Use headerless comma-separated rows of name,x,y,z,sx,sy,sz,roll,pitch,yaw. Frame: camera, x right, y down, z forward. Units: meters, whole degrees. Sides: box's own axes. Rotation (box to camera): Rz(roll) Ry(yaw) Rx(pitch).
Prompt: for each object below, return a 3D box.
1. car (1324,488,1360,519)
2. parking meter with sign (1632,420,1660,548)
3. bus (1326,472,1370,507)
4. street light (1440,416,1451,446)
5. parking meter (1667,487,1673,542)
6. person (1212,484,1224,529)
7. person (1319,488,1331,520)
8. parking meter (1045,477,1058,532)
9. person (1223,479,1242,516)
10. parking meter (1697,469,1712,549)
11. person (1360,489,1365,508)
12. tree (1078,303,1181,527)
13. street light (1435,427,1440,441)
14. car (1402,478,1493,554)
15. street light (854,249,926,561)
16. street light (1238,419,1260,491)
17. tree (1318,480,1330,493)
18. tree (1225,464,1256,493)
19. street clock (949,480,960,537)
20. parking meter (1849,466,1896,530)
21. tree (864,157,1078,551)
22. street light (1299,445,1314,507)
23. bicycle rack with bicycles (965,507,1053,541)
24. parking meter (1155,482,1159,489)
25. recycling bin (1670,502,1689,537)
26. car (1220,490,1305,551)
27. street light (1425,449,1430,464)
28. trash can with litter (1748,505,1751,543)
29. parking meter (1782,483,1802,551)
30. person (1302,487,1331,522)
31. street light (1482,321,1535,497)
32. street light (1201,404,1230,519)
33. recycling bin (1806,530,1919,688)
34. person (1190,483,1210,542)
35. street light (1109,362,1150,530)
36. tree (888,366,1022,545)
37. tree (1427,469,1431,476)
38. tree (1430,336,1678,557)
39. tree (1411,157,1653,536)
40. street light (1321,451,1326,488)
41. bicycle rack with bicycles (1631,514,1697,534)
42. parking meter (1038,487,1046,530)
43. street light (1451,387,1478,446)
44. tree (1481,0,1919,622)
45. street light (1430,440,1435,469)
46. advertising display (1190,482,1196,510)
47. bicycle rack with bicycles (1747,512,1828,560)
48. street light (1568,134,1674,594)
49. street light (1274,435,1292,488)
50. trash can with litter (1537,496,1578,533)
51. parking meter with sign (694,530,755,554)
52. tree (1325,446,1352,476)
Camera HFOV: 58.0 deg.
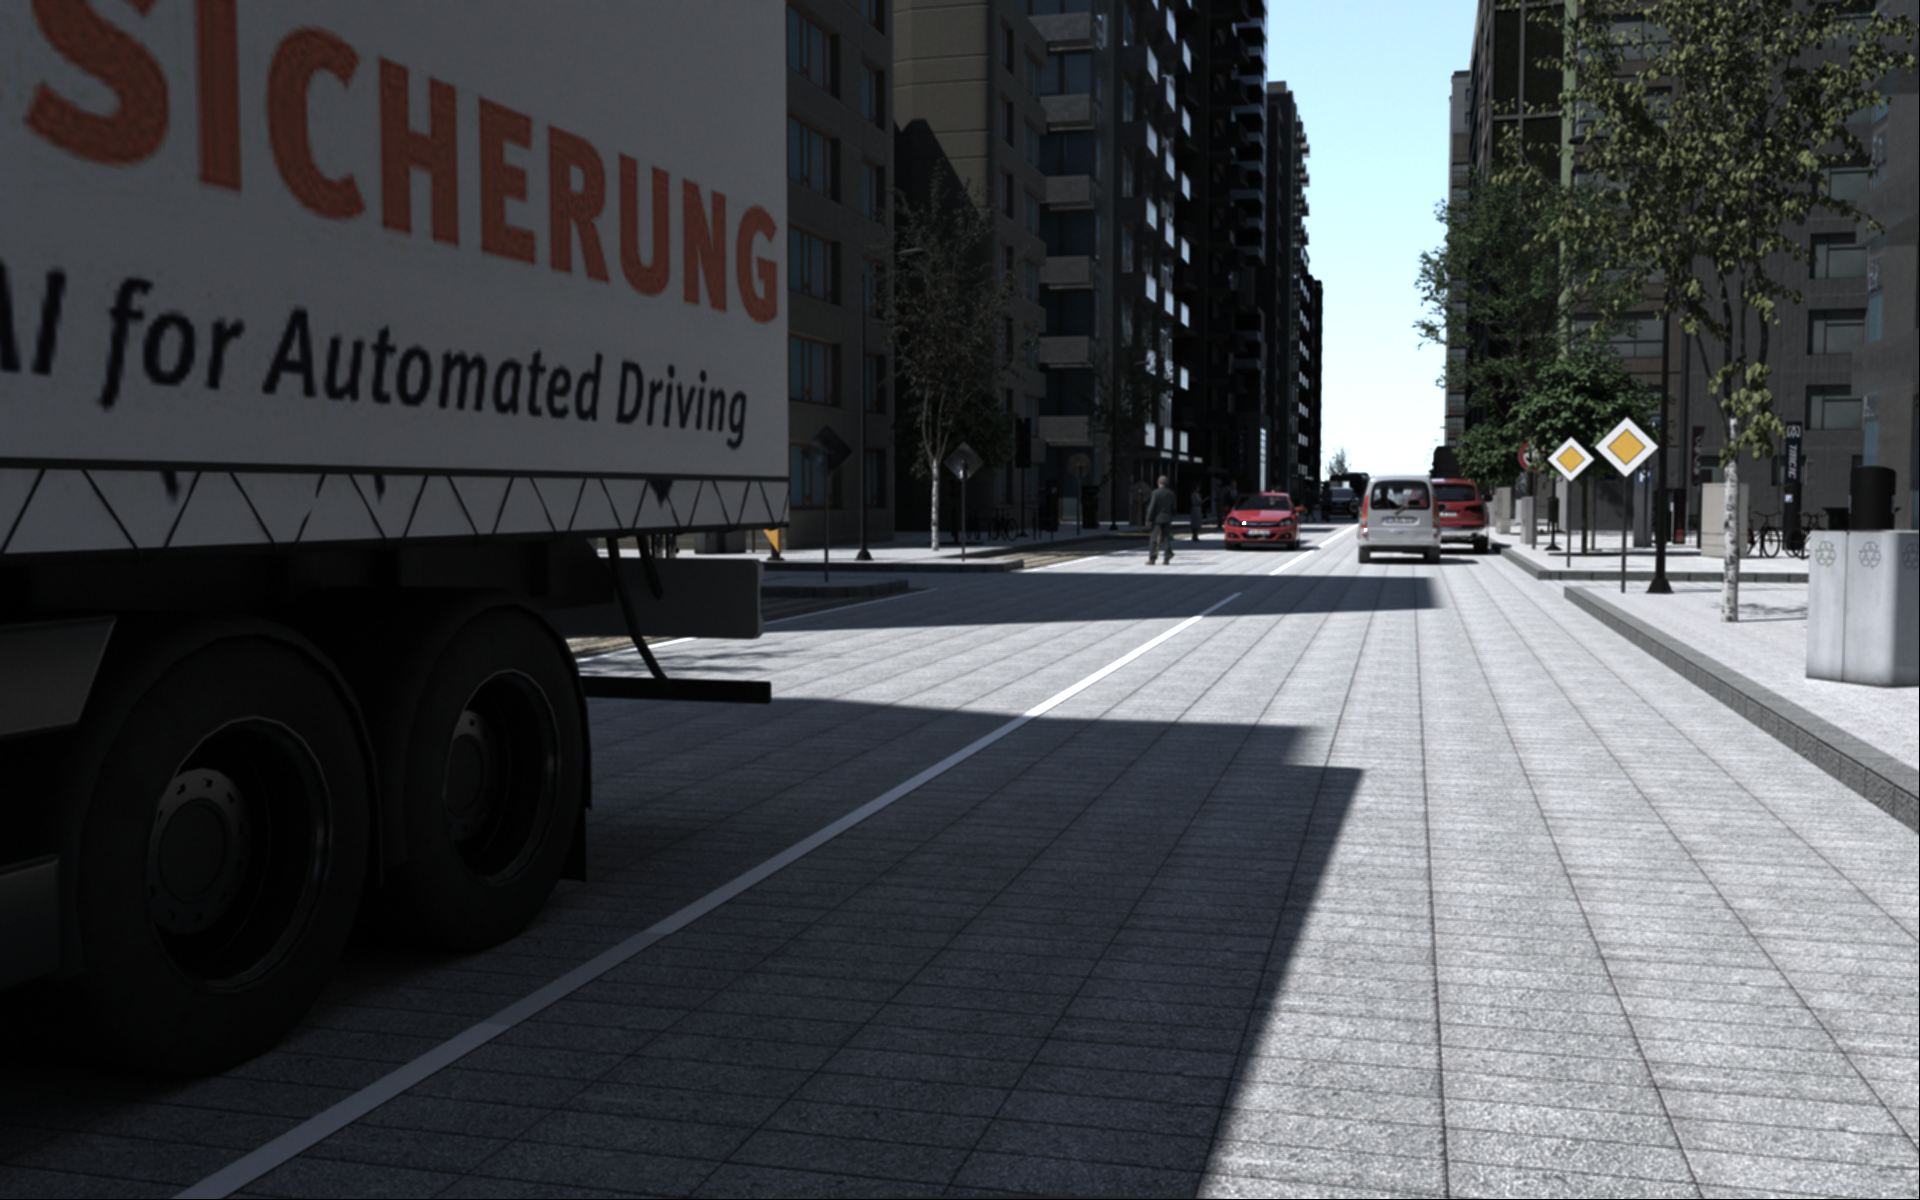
car,22.133,-5.640,100.889,2.281,1.827,5.304,1,4,13
parking meter with sign,16.433,-2.772,41.578,0.543,3.016,1.738,1,4,19
bus,32.081,-9.020,142.334,2.948,3.499,13.247,1,4,16
street light,29.433,-7.971,102.865,1.470,5.913,1.316,1,4,15
parking meter,18.893,-2.325,46.420,0.372,1.533,0.369,0,3,0
person,10.656,-3.875,71.658,0.447,1.846,0.655,1,4,18
person,19.991,-5.260,94.892,0.661,1.777,0.834,1,4,10
parking meter,3.132,-3.266,59.110,0.399,1.863,0.255,-2,4,-27
person,7.710,-2.465,48.576,0.659,1.850,0.755,0,4,5
parking meter,17.425,-2.130,40.543,0.255,1.863,0.399,1,4,16
person,21.202,-4.961,90.610,0.512,1.701,0.522,1,4,18
tree,6.388,-7.116,66.704,4.360,8.622,3.978,0,3,0
street light,33.684,-8.979,119.344,1.470,5.913,1.316,1,4,15
car,12.077,-2.106,43.112,2.281,1.827,5.304,1,4,16
street light,-1.328,-3.702,33.065,1.470,5.913,1.316,1,4,15
street light,17.842,-8.236,107.192,1.470,5.913,1.316,1,4,15
tree,48.443,-14.307,228.523,1.663,3.219,1.824,0,3,0
tree,18.962,-7.392,115.462,1.663,3.219,1.824,0,3,0
street clock,-0.153,-2.894,51.890,0.358,2.002,0.471,0,4,-6
parking meter,8.335,-0.455,15.850,0.372,1.533,0.369,0,3,0
tree,-0.368,-5.423,39.036,4.360,8.622,3.978,0,3,0
street light,32.547,-11.654,163.089,1.470,5.913,1.316,1,4,15
bicycle rack with bicycles,1.438,-2.144,48.444,2.852,0.926,2.925,0,4,-7
parking meter,8.336,-4.074,72.317,0.255,1.863,0.399,3,4,36
recycling bin,21.473,-2.420,52.114,0.722,1.027,0.722,2,4,32
car,7.913,-2.209,45.149,2.155,1.783,4.494,1,4,13
street light,48.358,-12.451,176.119,1.470,5.913,1.316,1,4,15
trash can with litter,20.731,-2.105,45.811,0.624,1.170,1.055,0,4,2
parking meter,18.967,-1.901,39.490,0.372,1.533,0.369,0,3,0
person,18.150,-4.865,88.260,1.509,1.804,0.699,0,4,-1
street light,14.808,-4.529,46.587,1.470,5.913,1.316,1,4,15
street light,13.240,-7.160,89.607,1.470,5.913,1.316,1,4,15
recycling bin,6.345,0.043,11.859,0.722,1.027,0.722,-1,4,-19
person,7.199,-2.635,52.146,0.524,1.755,0.480,-1,4,-16
street light,5.967,-5.410,60.987,1.470,5.913,1.316,1,4,15
tree,-0.135,-3.714,44.435,4.285,4.588,4.351,0,3,0
tree,21.861,-5.360,71.355,4.285,4.588,4.351,0,3,0
tree,13.026,-3.210,36.203,4.285,4.588,4.351,0,3,0
tree,17.706,-7.839,53.928,9.928,11.665,9.643,0,3,0
street light,38.920,-13.195,188.277,1.470,5.913,1.316,1,4,15
bicycle rack with bicycles,22.733,-2.527,54.696,2.925,0.926,2.852,0,4,6
parking meter,2.966,-3.245,61.470,0.372,1.533,0.369,0,3,0
street light,22.081,-6.258,74.863,1.470,5.913,1.316,1,4,15
tree,7.493,-4.083,17.112,4.737,8.622,4.395,0,3,0
street light,40.939,-10.687,147.276,1.470,5.913,1.316,1,4,15
advertising display,12.273,-5.264,91.288,0.123,1.923,0.974,0,4,-2
bicycle rack with bicycles,17.207,-1.293,34.524,2.852,0.926,2.925,0,4,1
street light,8.536,-3.048,22.380,1.470,5.913,1.316,1,4,15
street light,25.142,-9.948,135.196,1.470,5.913,1.316,1,4,15
trash can with litter,19.497,-2.828,57.298,1.678,1.210,2.233,-1,4,-15
parking meter with sign,-5.027,-2.520,37.460,0.543,3.016,1.738,2,4,34
tree,56.530,-18.858,258.693,4.737,8.622,4.395,0,3,0
